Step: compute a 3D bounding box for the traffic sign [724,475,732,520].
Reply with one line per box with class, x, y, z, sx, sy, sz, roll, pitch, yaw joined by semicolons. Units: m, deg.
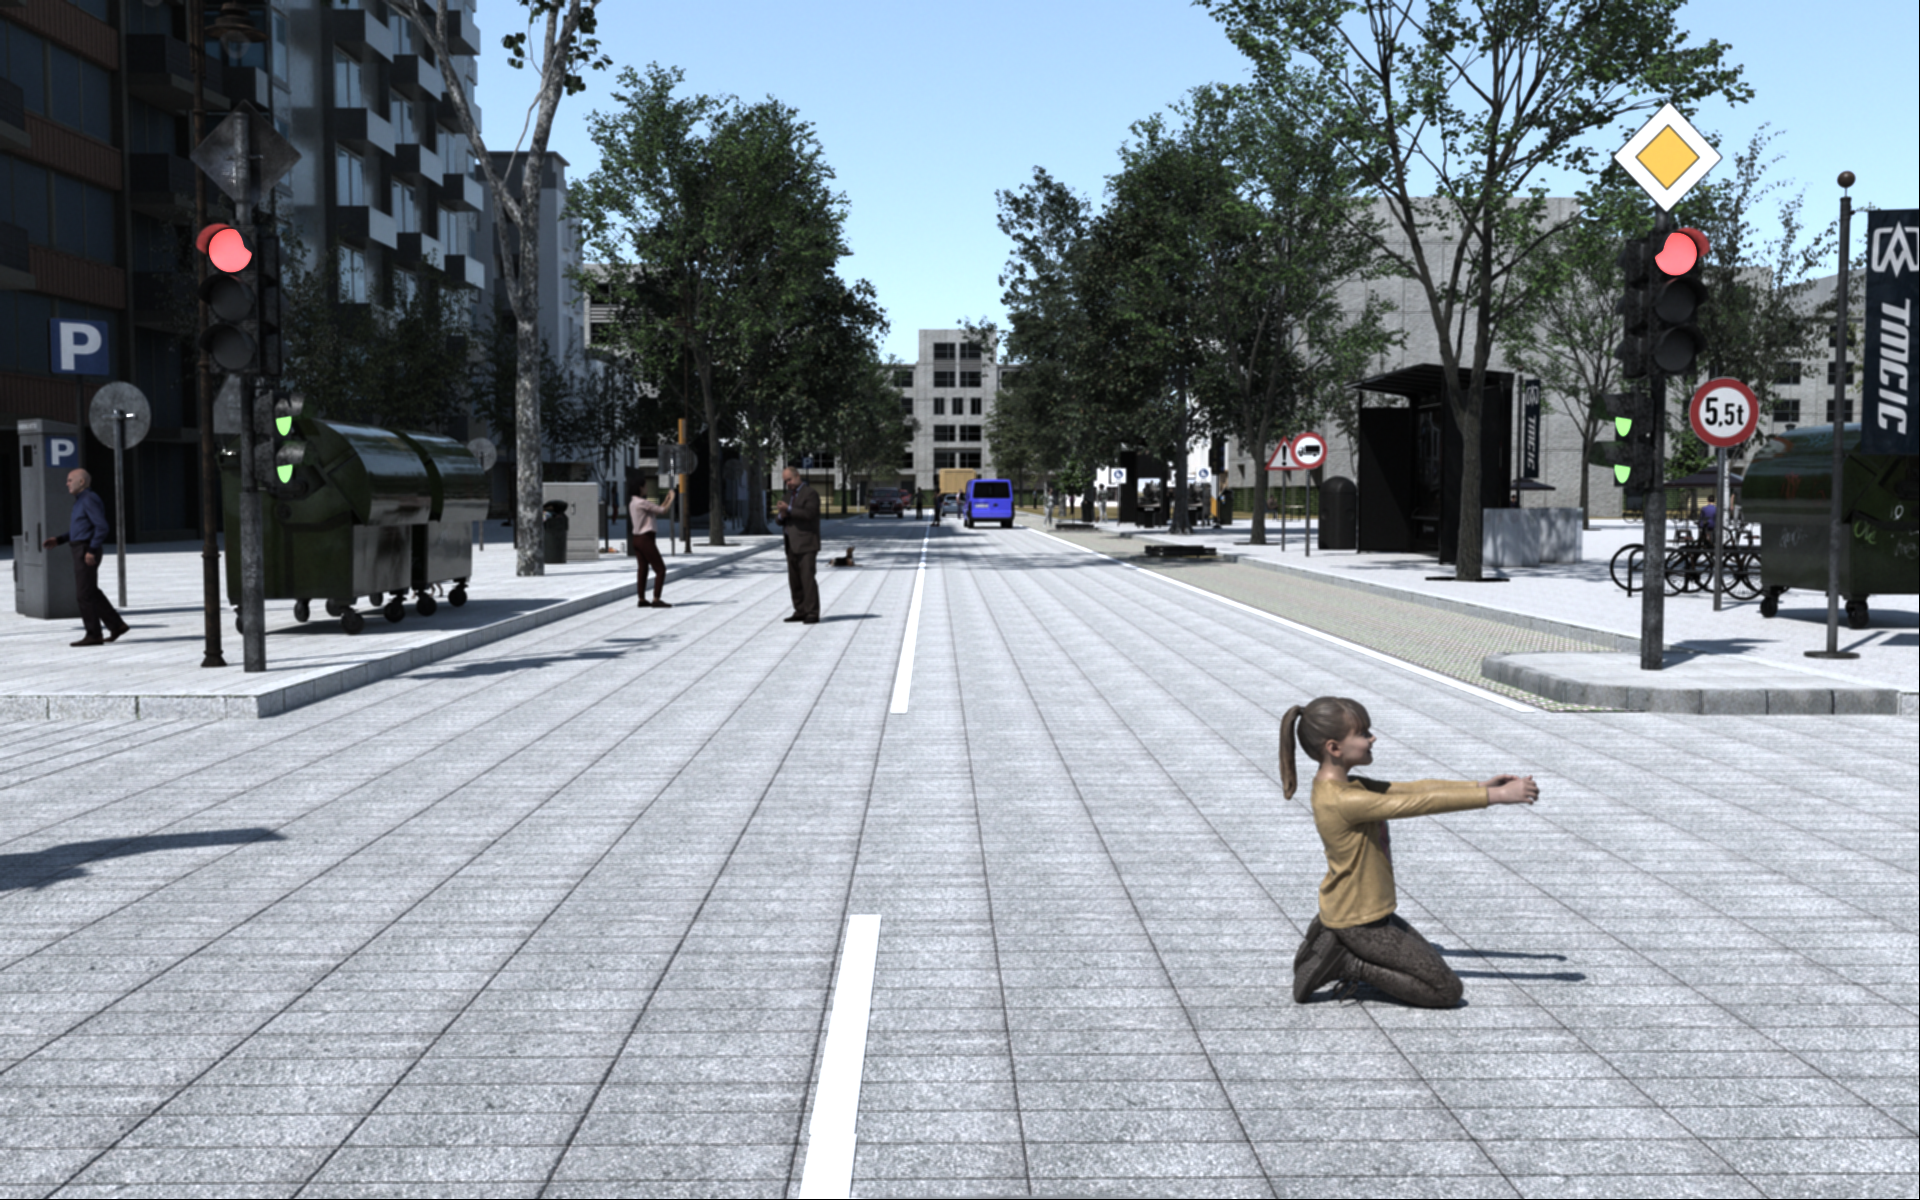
traffic sign;-11.107;-5.154;84.377;0.768;2.556;0.104;0;4;4

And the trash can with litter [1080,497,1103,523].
trash can with litter;5.948;-4.058;77.733;1.055;1.170;0.624;0;4;-2

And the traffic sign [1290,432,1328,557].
traffic sign;7.123;-2.160;35.421;0.768;2.556;0.104;0;4;6

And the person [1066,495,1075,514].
person;6.996;-6.266;109.182;0.721;1.739;1.217;-1;4;-20

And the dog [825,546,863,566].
dog;-2.310;-0.867;34.373;0.550;0.427;0.748;-2;4;-35

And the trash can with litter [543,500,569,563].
trash can with litter;-7.656;-1.264;32.051;0.624;1.170;1.055;-2;4;-35

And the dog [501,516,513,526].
dog;-17.959;-3.124;68.820;0.550;0.427;0.748;-2;4;-27

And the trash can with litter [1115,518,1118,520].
trash can with litter;8.255;-4.575;85.859;1.678;1.210;2.233;2;4;33

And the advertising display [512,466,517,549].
advertising display;-10.470;-2.177;40.803;0.123;1.923;0.974;-1;4;-15

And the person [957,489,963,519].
person;0.025;-5.478;99.011;0.436;1.711;0.756;1;4;23

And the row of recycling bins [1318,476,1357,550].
row of recycling bins;10.094;-2.024;40.210;3.534;1.692;1.069;-1;4;-8

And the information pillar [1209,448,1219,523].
information pillar;11.116;-5.162;75.749;0.504;3.616;0.183;-1;4;-13

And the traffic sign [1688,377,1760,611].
traffic sign;8.318;-1.152;18.945;0.768;2.556;0.104;0;4;1

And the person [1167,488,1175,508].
person;19.661;-9.484;161.124;1.348;1.822;0.705;-2;4;-27

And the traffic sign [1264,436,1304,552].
traffic sign;7.207;-2.358;38.555;0.884;2.594;0.081;0;4;3

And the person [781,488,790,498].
person;-13.736;-8.132;139.087;1.350;1.814;0.705;-1;4;-9

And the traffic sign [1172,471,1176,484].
traffic sign;9.390;-4.431;74.570;0.606;2.300;0.079;0;4;1

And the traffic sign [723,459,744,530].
traffic sign;-8.121;-3.789;62.062;0.768;2.556;0.104;0;4;8

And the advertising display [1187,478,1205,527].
advertising display;9.193;-3.863;68.377;0.974;1.923;0.123;2;4;35

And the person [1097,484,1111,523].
person;6.278;-4.252;76.291;0.841;1.734;0.376;-2;4;-34

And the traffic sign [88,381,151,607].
traffic sign;-9.508;-1.192;19.592;0.768;2.556;0.104;1;4;8

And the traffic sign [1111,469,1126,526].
traffic sign;6.291;-4.077;68.785;0.606;2.300;0.079;0;4;6

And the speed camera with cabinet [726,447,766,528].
speed camera with cabinet;-8.269;-4.441;66.952;0.660;3.252;2.038;2;4;25

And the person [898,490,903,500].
person;-4.118;-6.693;118.606;0.721;1.739;1.217;1;4;16

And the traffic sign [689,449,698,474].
traffic sign;-7.546;-2.886;47.293;0.768;2.556;0.104;0;4;8

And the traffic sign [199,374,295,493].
traffic sign;-6.260;-0.929;15.187;0.884;2.594;0.081;0;4;7

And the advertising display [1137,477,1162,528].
advertising display;7.107;-3.658;65.026;0.974;1.923;0.123;2;4;27

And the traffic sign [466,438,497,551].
traffic sign;-10.806;-2.381;39.028;0.768;2.556;0.104;1;4;9

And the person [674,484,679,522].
person;-12.898;-4.443;79.388;0.504;1.737;0.576;1;4;20

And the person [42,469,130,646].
person;-7.462;-0.365;14.702;0.600;1.496;0.574;-1;4;-9

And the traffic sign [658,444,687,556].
traffic sign;-5.890;-2.043;35.529;0.606;2.300;0.079;0;4;3

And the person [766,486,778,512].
person;-13.804;-7.311;125.204;1.348;1.869;0.705;1;4;16

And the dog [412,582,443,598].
dog;-6.606;-0.284;21.467;0.406;0.507;0.540;-1;4;-19

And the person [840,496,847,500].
person;-9.849;-8.409;146.757;0.599;1.433;0.991;2;4;35

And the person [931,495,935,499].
person;-2.067;-8.754;152.345;1.217;1.735;0.721;2;4;34

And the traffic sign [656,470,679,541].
traffic sign;-7.945;-2.911;47.594;0.884;2.594;0.081;1;4;8

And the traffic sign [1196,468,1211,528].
traffic sign;9.233;-3.887;65.675;0.606;2.300;0.079;1;4;9

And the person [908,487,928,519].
person;-2.325;-5.469;97.921;1.348;1.823;0.705;3;4;36

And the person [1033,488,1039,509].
person;6.583;-8.850;150.722;0.705;1.826;1.348;1;4;18

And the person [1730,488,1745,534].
person;25.283;-3.054;56.103;0.598;1.807;0.434;2;4;33

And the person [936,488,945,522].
person;-1.026;-4.898;89.272;0.721;1.739;1.217;-1;4;-20

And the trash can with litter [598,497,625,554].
trash can with litter;-8.053;-1.651;38.053;2.233;1.210;1.678;3;5;43
